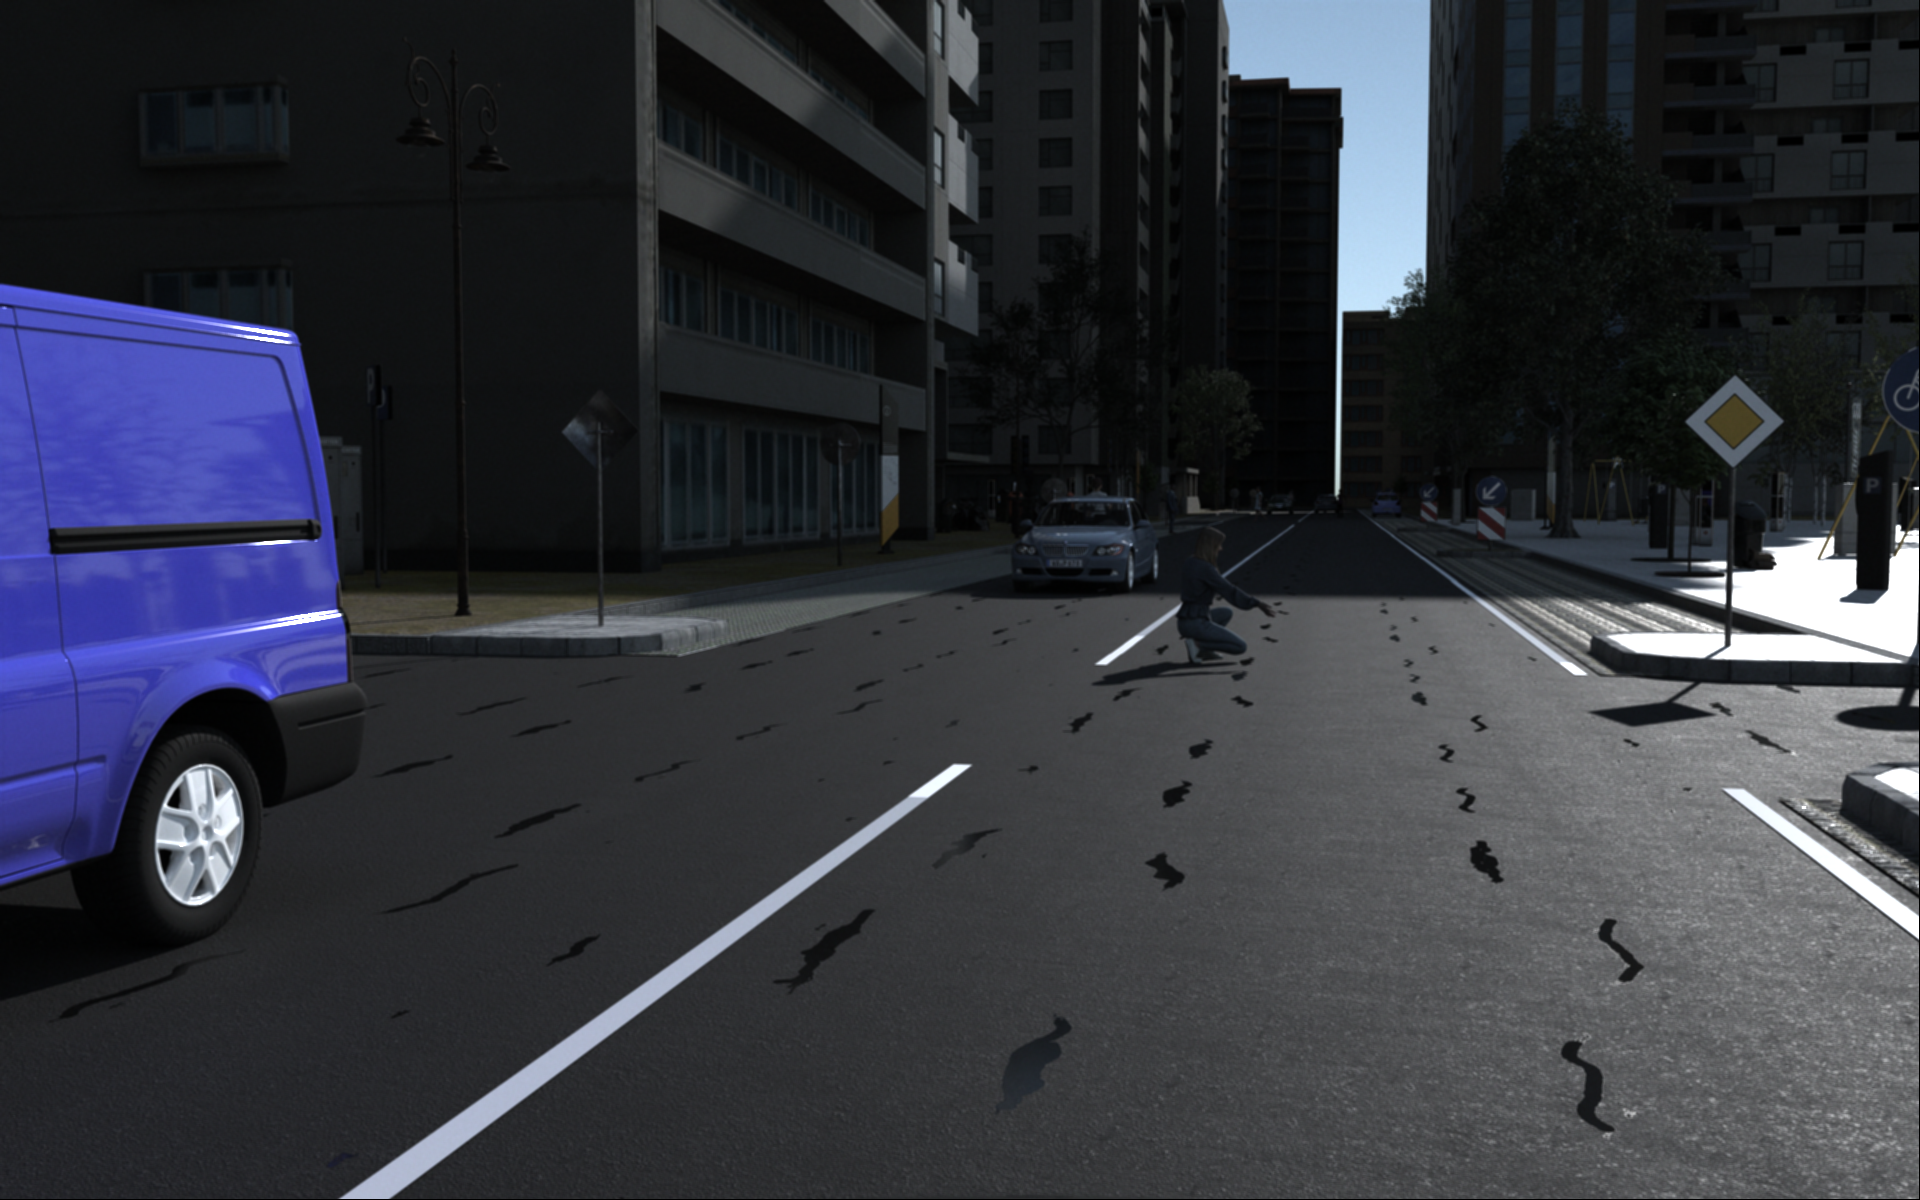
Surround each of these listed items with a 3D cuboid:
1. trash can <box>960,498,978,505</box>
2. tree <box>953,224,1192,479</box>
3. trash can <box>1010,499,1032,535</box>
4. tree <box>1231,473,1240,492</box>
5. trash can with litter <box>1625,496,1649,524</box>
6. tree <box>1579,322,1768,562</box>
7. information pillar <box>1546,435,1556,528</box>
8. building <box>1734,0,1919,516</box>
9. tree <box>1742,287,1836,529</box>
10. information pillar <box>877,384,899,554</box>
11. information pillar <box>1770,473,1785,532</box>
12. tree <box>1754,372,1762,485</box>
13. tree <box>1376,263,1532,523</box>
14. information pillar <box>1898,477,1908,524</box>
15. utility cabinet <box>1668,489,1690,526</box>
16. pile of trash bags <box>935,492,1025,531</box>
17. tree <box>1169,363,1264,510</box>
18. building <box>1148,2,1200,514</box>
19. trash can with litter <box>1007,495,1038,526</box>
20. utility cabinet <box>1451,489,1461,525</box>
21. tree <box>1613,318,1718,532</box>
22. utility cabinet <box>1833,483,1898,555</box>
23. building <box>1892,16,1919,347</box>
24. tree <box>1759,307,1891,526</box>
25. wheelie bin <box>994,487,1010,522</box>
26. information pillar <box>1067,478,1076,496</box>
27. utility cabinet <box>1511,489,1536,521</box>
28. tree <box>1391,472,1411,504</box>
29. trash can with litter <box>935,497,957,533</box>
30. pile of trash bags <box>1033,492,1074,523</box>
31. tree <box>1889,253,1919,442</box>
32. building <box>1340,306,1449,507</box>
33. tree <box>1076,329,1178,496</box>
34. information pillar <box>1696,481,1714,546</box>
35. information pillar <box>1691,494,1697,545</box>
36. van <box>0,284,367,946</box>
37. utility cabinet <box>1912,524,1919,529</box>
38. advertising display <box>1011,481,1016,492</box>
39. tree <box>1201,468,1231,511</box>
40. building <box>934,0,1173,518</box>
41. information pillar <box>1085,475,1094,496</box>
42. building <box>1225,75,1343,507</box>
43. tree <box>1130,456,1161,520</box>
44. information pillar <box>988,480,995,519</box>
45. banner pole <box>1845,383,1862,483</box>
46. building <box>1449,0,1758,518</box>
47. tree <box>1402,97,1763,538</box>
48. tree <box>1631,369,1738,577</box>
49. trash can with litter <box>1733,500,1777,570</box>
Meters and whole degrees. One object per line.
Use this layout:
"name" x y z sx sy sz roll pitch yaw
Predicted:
"trash can" 0.356 -3.371 66.763 0.748 1.137 0.748 0 3 0
"tree" 3.533 -7.701 60.318 8.767 10.594 7.601 -3 4 -36
"trash can" 1.921 -2.613 54.379 0.748 1.137 0.748 0 3 0
"tree" 24.813 -9.889 156.280 1.663 3.219 1.824 0 3 0
"trash can with litter" 29.885 -3.890 74.660 2.233 1.210 1.678 3 4 37
"tree" 13.701 -3.021 33.105 4.285 4.588 4.351 0 3 0
"information pillar" 22.347 -4.532 65.445 0.183 3.616 0.504 -1 4 -12
"building" 46.761 -32.249 116.512 28.713 52.752 27.495 1 4 12
"tree" 30.065 -6.874 62.751 4.737 8.622 4.395 0 3 0
"information pillar" -1.532 -2.803 37.182 0.504 3.616 0.183 -3 5 -44
"information pillar" 27.884 -3.340 59.096 0.304 2.012 0.304 -2 4 -24
"tree" 36.444 -7.552 73.842 4.360 8.622 3.978 0 3 0
"tree" 22.444 -9.268 77.280 9.928 11.665 9.643 0 3 0
"information pillar" 40.227 -4.241 73.831 0.304 2.012 0.304 0 4 2
"utility cabinet" 28.477 -3.693 69.057 1.173 1.500 0.318 1 4 18
"pile of trash bags" 0.550 -3.120 60.762 3.447 1.369 1.912 -1 4 -8
"tree" 20.329 -12.910 136.826 9.928 11.665 9.643 0 3 0
"building" -0.069 -26.130 119.114 32.217 40.220 23.993 1 4 12
"trash can with litter" 2.663 -3.544 69.003 1.678 1.210 2.233 -2 4 -26
"utility cabinet" 20.307 -3.807 70.931 0.318 1.500 1.173 1 4 12
"tree" 23.468 -6.607 58.394 4.360 8.622 3.978 0 3 0
"utility cabinet" 18.937 -1.685 36.235 1.173 1.500 0.318 0 4 -3
"building" 79.224 -28.198 144.627 14.086 41.232 14.154 1 4 12
"tree" 34.535 -7.227 68.525 4.360 8.622 3.978 0 3 0
"wheelie bin" 1.960 -4.349 79.013 0.693 1.594 0.980 1 4 12
"information pillar" 5.100 -4.592 79.578 0.304 2.012 0.304 -2 4 -29
"utility cabinet" 26.898 -4.530 82.746 0.318 1.500 1.173 -3 4 -37
"tree" 37.161 -9.235 145.586 1.663 3.219 1.824 0 3 0
"trash can with litter" -0.685 -2.788 56.971 1.055 1.170 0.624 -2 4 -34
"pile of trash bags" 3.627 -3.978 74.788 1.912 1.369 3.447 -3 5 -44
"tree" 28.851 -6.168 51.208 4.737 8.622 4.395 0 3 0
"building" 54.768 -20.578 181.495 28.899 21.520 27.650 1 4 12
"tree" 7.293 -7.743 76.953 4.360 8.622 3.978 0 3 0
"information pillar" 18.333 -2.325 42.512 0.304 2.012 0.304 2 4 26
"information pillar" 18.559 -2.382 43.434 0.304 2.012 0.304 1 4 9
"van" -3.647 0.018 4.086 2.240 2.365 5.245 1 4 11
"utility cabinet" 34.687 -3.258 61.952 1.173 1.500 0.318 2 4 26
"advertising display" 2.778 -5.089 88.411 0.123 1.923 0.974 1 4 14
"tree" 19.056 -8.298 130.273 1.663 3.219 1.824 0 3 0
"building" 4.375 -20.018 98.991 14.160 30.474 14.107 1 4 12
"information pillar" 4.937 -3.771 66.147 0.304 2.012 0.304 -1 4 -11
"building" 25.830 -32.418 184.660 28.867 44.769 22.147 1 4 12
"tree" 9.304 -5.669 87.289 1.663 3.219 1.824 0 3 0
"information pillar" 1.666 -5.277 90.771 0.304 2.012 0.304 1 4 17
"banner pole" 20.233 -3.014 39.296 0.863 3.779 0.401 -3 4 -38
"building" 35.686 -27.384 97.845 14.600 45.320 14.200 1 4 12
"tree" 17.815 -8.160 50.431 9.611 12.733 9.660 0 3 0
"tree" 11.331 -1.990 27.146 1.663 3.219 1.824 0 3 0
"trash can with litter" 13.736 -1.128 29.825 0.624 1.170 1.055 0 4 -4
